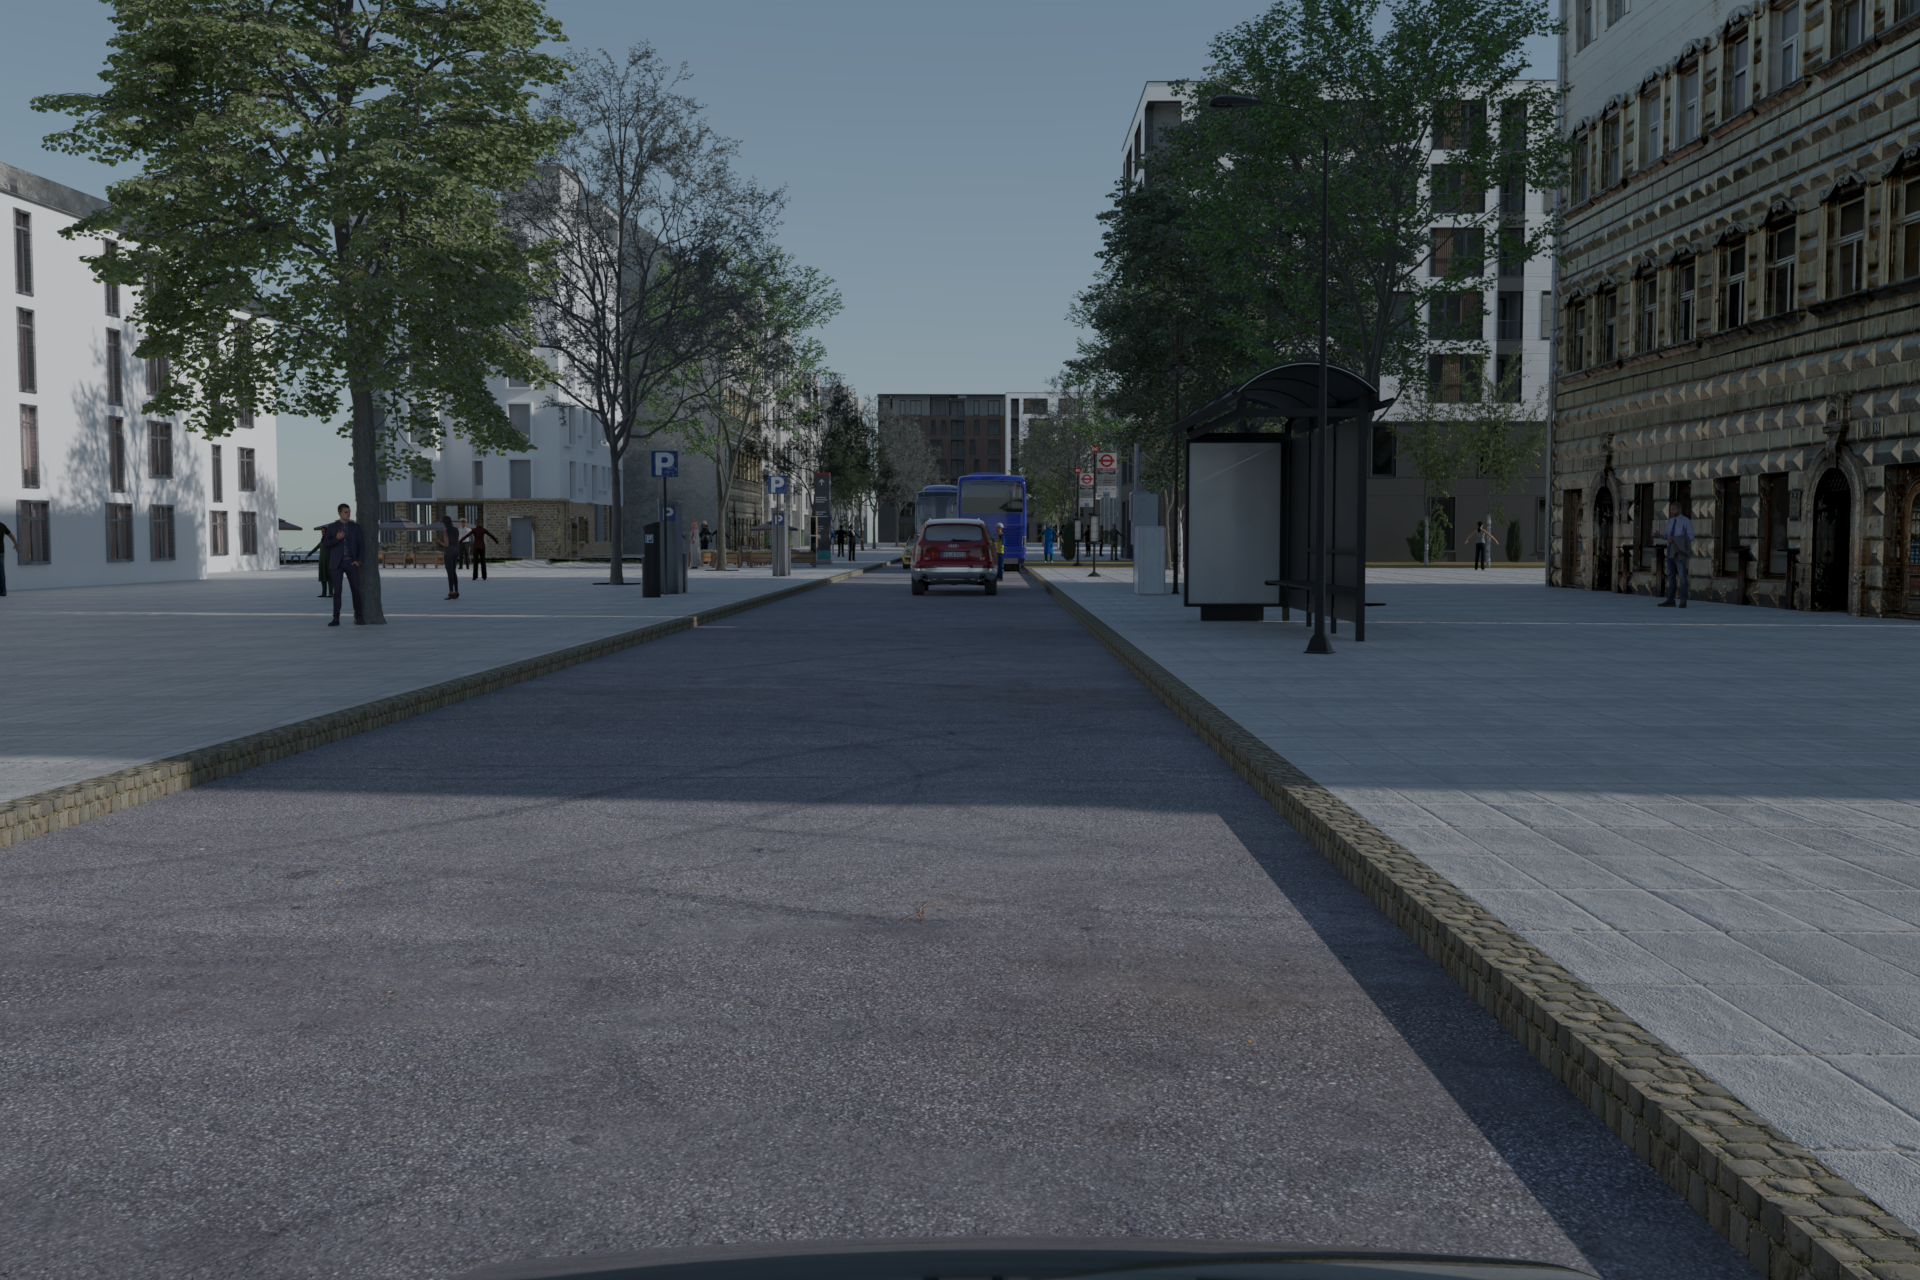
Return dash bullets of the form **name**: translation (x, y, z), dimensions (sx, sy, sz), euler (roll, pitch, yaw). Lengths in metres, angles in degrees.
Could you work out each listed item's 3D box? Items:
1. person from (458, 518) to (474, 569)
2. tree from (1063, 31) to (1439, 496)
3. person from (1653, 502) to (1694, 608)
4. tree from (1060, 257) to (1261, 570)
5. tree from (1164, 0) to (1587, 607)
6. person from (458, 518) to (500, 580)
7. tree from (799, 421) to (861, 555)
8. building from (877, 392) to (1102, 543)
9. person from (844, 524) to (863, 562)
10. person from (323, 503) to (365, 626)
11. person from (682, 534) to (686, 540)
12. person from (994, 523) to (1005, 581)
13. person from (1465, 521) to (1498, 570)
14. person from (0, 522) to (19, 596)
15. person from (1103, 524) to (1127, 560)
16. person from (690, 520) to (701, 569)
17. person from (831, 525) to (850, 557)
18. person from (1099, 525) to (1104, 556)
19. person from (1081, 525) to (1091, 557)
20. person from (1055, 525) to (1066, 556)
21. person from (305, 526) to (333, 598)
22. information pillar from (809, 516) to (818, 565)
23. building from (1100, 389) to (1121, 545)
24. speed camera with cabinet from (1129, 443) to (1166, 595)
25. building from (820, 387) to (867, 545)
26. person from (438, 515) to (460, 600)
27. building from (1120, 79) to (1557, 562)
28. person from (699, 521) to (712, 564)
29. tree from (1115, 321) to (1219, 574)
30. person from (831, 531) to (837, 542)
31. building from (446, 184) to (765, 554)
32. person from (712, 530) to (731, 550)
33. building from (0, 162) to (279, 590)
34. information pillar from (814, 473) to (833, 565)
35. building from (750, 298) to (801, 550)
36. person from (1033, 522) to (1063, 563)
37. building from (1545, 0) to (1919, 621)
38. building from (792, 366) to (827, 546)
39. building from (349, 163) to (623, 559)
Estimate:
- **person**: translation (-17.968, -3.480, 62.694), dimensions (1.343, 1.855, 0.704), euler (0, 4, -5)
- **tree**: translation (7.278, -8.422, 44.350), dimensions (9.857, 13.997, 8.962), euler (0, 3, 0)
- **person**: translation (12.371, -1.482, 30.135), dimensions (0.599, 1.838, 0.709), euler (-1, 4, -22)
- **tree**: translation (7.465, -8.345, 62.190), dimensions (9.928, 11.665, 9.643), euler (0, 3, 0)
- **tree**: translation (7.200, -6.420, 30.720), dimensions (9.928, 11.665, 9.643), euler (0, 3, 0)
- **person**: translation (-13.379, -2.527, 48.129), dimensions (1.215, 1.729, 0.721), euler (-2, 4, -29)
- **tree**: translation (-7.727, -9.451, 104.880), dimensions (4.360, 8.622, 3.978), euler (0, 3, 0)
- **building**: translation (4.044, -25.370, 261.232), dimensions (32.646, 21.610, 27.936), euler (0, 4, -2)
- **person**: translation (-4.934, -4.487, 80.090), dimensions (0.721, 1.740, 1.216), euler (3, 5, 42)
- **person**: translation (-8.614, -1.057, 24.244), dimensions (0.541, 1.710, 0.530), euler (-1, 4, -9)
- **person**: translation (-16.429, -5.852, 101.609), dimensions (0.705, 1.837, 1.347), euler (1, 4, 17)
- **person**: translation (1.102, -2.675, 52.652), dimensions (0.721, 1.772, 1.216), euler (-1, 4, -18)
- **person**: translation (18.421, -3.328, 61.220), dimensions (1.217, 1.737, 0.721), euler (3, 4, 38)
- **person**: translation (-19.843, -1.796, 35.590), dimensions (0.705, 1.803, 1.348), euler (1, 4, 16)
- **person**: translation (7.562, -4.805, 84.832), dimensions (1.348, 1.796, 0.705), euler (-1, 4, -23)
- **person**: translation (-9.801, -3.527, 63.812), dimensions (0.704, 1.811, 1.347), euler (-1, 4, -11)
- **person**: translation (-6.709, -5.584, 97.478), dimensions (1.347, 1.806, 0.705), euler (-1, 4, -12)
- **person**: translation (8.189, -5.738, 99.947), dimensions (0.705, 1.813, 1.348), euler (0, 4, -2)
- **person**: translation (7.224, -5.622, 98.053), dimensions (0.704, 1.812, 1.346), euler (3, 5, 43)
- **person**: translation (6.000, -5.721, 99.679), dimensions (1.345, 1.843, 0.704), euler (-2, 4, -30)
- **person**: translation (-12.855, -1.576, 34.986), dimensions (0.989, 1.438, 0.599), euler (2, 4, 29)
- **information pillar**: translation (-6.036, -4.096, 71.454), dimensions (0.304, 2.012, 0.304), euler (0, 4, 2)
- **building**: translation (27.194, -21.549, 218.781), dimensions (16.747, 18.905, 31.486), euler (0, 4, 1)
- **speed camera with cabinet**: translation (4.023, -2.615, 37.086), dimensions (0.660, 3.252, 2.038), euler (0, 4, 1)
- **building**: translation (-21.458, -21.850, 223.706), dimensions (16.747, 18.905, 31.486), euler (0, 4, 1)
- **person**: translation (-10.009, -1.615, 33.920), dimensions (0.415, 1.643, 0.593), euler (-1, 4, -20)
- **building**: translation (22.570, -15.329, 94.600), dimensions (27.936, 21.610, 32.646), euler (0, 4, 1)
- **person**: translation (-11.018, -4.205, 74.524), dimensions (0.705, 1.856, 1.354), euler (-3, 5, -42)
- **tree**: translation (7.129, -6.416, 55.260), dimensions (4.360, 8.622, 3.978), euler (0, 3, 0)
- **person**: translation (-6.077, -4.428, 78.363), dimensions (1.349, 1.833, 0.705), euler (-3, 5, -41)
- **building**: translation (-23.810, -17.526, 117.471), dimensions (19.493, 23.208, 18.063), euler (0, 4, 1)
- **person**: translation (-13.326, -5.477, 95.772), dimensions (1.346, 1.802, 0.704), euler (0, 4, 5)
- **building**: translation (-25.895, -6.554, 49.301), dimensions (9.099, 9.664, 28.070), euler (0, 4, 1)
- **information pillar**: translation (-5.799, -5.127, 73.198), dimensions (0.750, 3.857, 0.750), euler (0, 4, 1)
- **building**: translation (-23.088, -16.880, 142.441), dimensions (16.747, 18.905, 31.486), euler (0, 4, 0)
- **person**: translation (3.949, -4.349, 77.233), dimensions (1.347, 1.817, 0.704), euler (1, 4, 13)
- **building**: translation (23.312, -12.311, 32.214), dimensions (19.493, 23.208, 18.063), euler (0, 4, 1)
- **building**: translation (-24.634, -19.799, 190.175), dimensions (16.747, 18.905, 31.486), euler (0, 4, 2)
- **building**: translation (-25.072, -14.274, 89.804), dimensions (16.016, 20.090, 11.380), euler (0, 3, 0)
